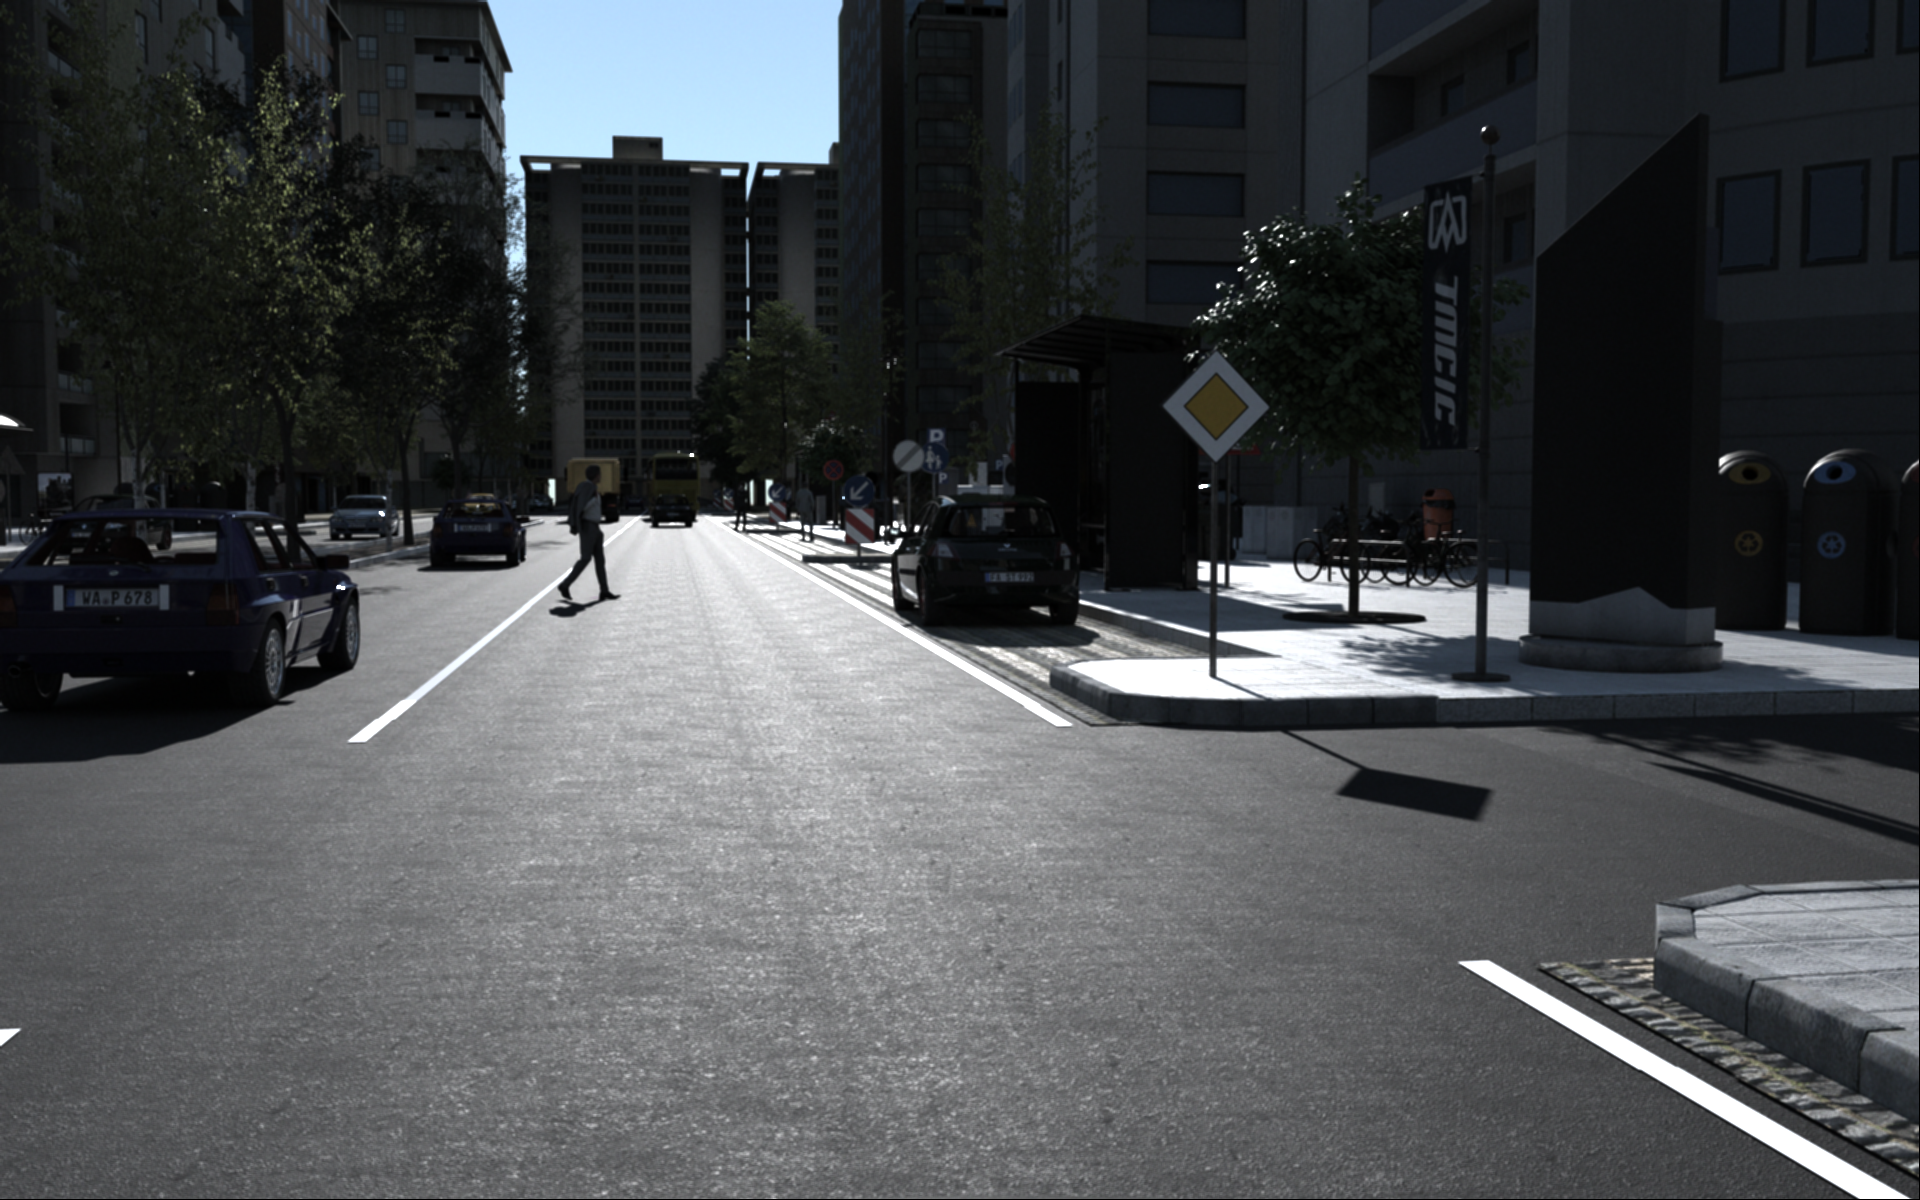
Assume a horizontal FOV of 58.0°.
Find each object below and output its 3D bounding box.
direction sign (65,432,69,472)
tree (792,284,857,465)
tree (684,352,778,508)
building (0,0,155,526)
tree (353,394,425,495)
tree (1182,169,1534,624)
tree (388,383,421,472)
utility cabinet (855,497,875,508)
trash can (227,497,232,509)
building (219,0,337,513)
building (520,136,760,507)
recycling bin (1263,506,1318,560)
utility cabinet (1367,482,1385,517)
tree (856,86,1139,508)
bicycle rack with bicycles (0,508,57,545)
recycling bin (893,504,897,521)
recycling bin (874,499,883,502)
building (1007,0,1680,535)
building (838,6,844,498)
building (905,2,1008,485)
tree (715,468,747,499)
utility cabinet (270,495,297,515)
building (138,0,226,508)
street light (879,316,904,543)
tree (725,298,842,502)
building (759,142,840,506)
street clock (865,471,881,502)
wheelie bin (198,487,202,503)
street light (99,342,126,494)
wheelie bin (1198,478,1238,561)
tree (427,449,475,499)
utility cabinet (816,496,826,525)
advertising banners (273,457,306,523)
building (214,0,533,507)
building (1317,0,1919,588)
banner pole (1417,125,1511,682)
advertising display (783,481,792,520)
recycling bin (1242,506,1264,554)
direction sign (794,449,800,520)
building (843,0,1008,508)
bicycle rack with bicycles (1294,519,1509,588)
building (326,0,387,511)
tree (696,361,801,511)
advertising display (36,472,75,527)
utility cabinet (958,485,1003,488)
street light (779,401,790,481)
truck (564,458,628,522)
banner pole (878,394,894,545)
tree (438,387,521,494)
[{"bbox_3d":[-32.567,-4.356,63.210,0.379,3.537,0.876,-2,4,-31],"label":"direction sign"},{"bbox_3d":[-3.524,-6.682,59.614,4.737,8.622,4.395,0,3,0],"label":"tree"},{"bbox_3d":[-20.043,-15.163,154.567,9.857,13.997,8.962,0,3,0],"label":"tree"},{"bbox_3d":[-42.318,-23.608,69.583,14.154,41.232,14.086,-1,4,-10],"label":"building"},{"bbox_3d":[-33.672,-9.204,100.851,4.737,8.622,4.395,0,3,0],"label":"tree"},{"bbox_3d":[4.025,-2.082,17.760,4.285,4.588,4.351,0,3,0],"label":"tree"},{"bbox_3d":[-33.081,-10.697,93.020,7.486,12.596,7.792,0,3,0],"label":"tree"},{"bbox_3d":[-4.689,-4.663,84.911,0.318,1.500,1.173,-3,5,-44],"label":"utility cabinet"},{"bbox_3d":[-31.334,-3.790,73.620,0.748,1.137,0.748,0,3,0],"label":"trash can"},{"bbox_3d":[-50.188,-28.401,114.468,14.600,45.320,14.200,-1,4,-10],"label":"building"},{"bbox_3d":[-35.345,-30.517,190.840,23.993,40.220,32.217,-1,4,-10],"label":"building"},{"bbox_3d":[6.493,-1.304,33.881,0.722,1.027,0.722,-2,4,-34],"label":"recycling bin"},{"bbox_3d":[7.994,-1.507,33.311,0.318,1.500,1.173,1,4,13],"label":"utility cabinet"},{"bbox_3d":[1.203,-5.009,32.257,4.737,8.622,4.395,0,3,0],"label":"tree"},{"bbox_3d":[-24.336,-1.890,44.292,2.852,0.926,2.925,0,4,-7],"label":"bicycle rack with bicycles"},{"bbox_3d":[-3.310,-4.350,83.675,0.722,1.027,0.722,2,4,27],"label":"recycling bin"},{"bbox_3d":[-3.675,-3.842,75.366,0.722,1.027,0.722,-1,4,-22],"label":"recycling bin"},{"bbox_3d":[12.629,-32.472,72.911,21.231,58.520,28.212,-1,4,-10],"label":"building"},{"bbox_3d":[-3.521,-28.450,148.758,14.154,41.232,14.086,-1,4,-10],"label":"building"},{"bbox_3d":[3.411,-20.509,107.027,14.160,30.474,14.107,-1,4,-10],"label":"building"},{"bbox_3d":[-21.483,-10.988,163.363,4.285,4.588,4.351,0,3,0],"label":"tree"},{"bbox_3d":[-30.359,-4.086,77.974,1.020,1.237,0.306,0,4,3],"label":"utility cabinet"},{"bbox_3d":[-54.718,-30.755,92.076,28.713,52.752,27.495,-1,4,-10],"label":"building"},{"bbox_3d":[-1.791,-4.428,45.180,0.468,5.910,1.993,-1,4,-10],"label":"street light"},{"bbox_3d":[-10.154,-11.187,101.041,7.486,12.596,7.792,0,3,0],"label":"tree"},{"bbox_3d":[-11.596,-30.728,194.291,23.993,40.220,32.217,-1,4,-10],"label":"building"},{"bbox_3d":[-2.791,-3.113,55.475,0.471,2.002,0.358,2,4,24],"label":"street clock"},{"bbox_3d":[-33.529,-4.241,77.246,0.980,1.594,0.693,-2,4,-29],"label":"wheelie bin"},{"bbox_3d":[-24.095,-4.696,49.571,0.468,5.910,1.993,-1,4,-10],"label":"street light"},{"bbox_3d":[4.954,-1.569,33.563,0.980,1.594,0.693,3,5,43],"label":"wheelie bin"},{"bbox_3d":[-37.033,-8.685,125.711,4.285,4.588,4.351,0,3,0],"label":"tree"},{"bbox_3d":[-5.871,-3.791,73.146,0.306,1.237,1.020,-1,4,-13],"label":"utility cabinet"},{"bbox_3d":[-29.645,-4.915,76.545,2.074,3.025,0.090,2,4,31],"label":"advertising banners"},{"bbox_3d":[-60.450,-36.409,184.525,27.495,52.752,28.713,-1,4,-10],"label":"building"},{"bbox_3d":[22.649,-30.014,32.723,28.212,58.520,21.231,-1,4,-10],"label":"building"},{"bbox_3d":[3.495,-1.349,12.080,0.401,3.779,0.863,-2,4,-28],"label":"banner pole"},{"bbox_3d":[-8.409,-4.844,84.406,0.123,1.923,0.974,1,4,13],"label":"advertising display"},{"bbox_3d":[6.569,-1.510,37.249,0.722,1.027,0.722,-2,4,-33],"label":"recycling bin"},{"bbox_3d":[-8.159,-5.797,86.781,0.379,3.537,0.876,-1,4,-15],"label":"direction sign"},{"bbox_3d":[-1.452,-29.626,134.491,14.600,45.320,14.200,-1,4,-10],"label":"building"},{"bbox_3d":[6.535,-0.696,24.754,2.852,0.926,2.925,-2,4,-24],"label":"bicycle rack with bicycles"},{"bbox_3d":[-61.677,-29.383,135.030,28.867,44.769,22.147,-1,4,-10],"label":"building"},{"bbox_3d":[-15.922,-12.576,131.365,9.928,11.665,9.643,0,3,0],"label":"tree"},{"bbox_3d":[-26.077,-2.737,49.958,0.974,1.923,0.123,-1,4,-12],"label":"advertising display"},{"bbox_3d":[0.535,-2.172,44.195,1.173,1.500,0.318,0,4,1],"label":"utility cabinet"},{"bbox_3d":[-8.705,-6.933,86.135,0.468,5.910,1.993,-1,4,-10],"label":"street light"},{"bbox_3d":[-19.478,-5.905,92.469,3.469,3.379,9.791,-1,4,-11],"label":"truck"},{"bbox_3d":[-1.859,-3.250,43.149,0.401,3.779,0.863,0,4,0],"label":"banner pole"},{"bbox_3d":[-42.415,-13.912,153.223,9.928,11.665,9.643,0,3,0],"label":"tree"}]
